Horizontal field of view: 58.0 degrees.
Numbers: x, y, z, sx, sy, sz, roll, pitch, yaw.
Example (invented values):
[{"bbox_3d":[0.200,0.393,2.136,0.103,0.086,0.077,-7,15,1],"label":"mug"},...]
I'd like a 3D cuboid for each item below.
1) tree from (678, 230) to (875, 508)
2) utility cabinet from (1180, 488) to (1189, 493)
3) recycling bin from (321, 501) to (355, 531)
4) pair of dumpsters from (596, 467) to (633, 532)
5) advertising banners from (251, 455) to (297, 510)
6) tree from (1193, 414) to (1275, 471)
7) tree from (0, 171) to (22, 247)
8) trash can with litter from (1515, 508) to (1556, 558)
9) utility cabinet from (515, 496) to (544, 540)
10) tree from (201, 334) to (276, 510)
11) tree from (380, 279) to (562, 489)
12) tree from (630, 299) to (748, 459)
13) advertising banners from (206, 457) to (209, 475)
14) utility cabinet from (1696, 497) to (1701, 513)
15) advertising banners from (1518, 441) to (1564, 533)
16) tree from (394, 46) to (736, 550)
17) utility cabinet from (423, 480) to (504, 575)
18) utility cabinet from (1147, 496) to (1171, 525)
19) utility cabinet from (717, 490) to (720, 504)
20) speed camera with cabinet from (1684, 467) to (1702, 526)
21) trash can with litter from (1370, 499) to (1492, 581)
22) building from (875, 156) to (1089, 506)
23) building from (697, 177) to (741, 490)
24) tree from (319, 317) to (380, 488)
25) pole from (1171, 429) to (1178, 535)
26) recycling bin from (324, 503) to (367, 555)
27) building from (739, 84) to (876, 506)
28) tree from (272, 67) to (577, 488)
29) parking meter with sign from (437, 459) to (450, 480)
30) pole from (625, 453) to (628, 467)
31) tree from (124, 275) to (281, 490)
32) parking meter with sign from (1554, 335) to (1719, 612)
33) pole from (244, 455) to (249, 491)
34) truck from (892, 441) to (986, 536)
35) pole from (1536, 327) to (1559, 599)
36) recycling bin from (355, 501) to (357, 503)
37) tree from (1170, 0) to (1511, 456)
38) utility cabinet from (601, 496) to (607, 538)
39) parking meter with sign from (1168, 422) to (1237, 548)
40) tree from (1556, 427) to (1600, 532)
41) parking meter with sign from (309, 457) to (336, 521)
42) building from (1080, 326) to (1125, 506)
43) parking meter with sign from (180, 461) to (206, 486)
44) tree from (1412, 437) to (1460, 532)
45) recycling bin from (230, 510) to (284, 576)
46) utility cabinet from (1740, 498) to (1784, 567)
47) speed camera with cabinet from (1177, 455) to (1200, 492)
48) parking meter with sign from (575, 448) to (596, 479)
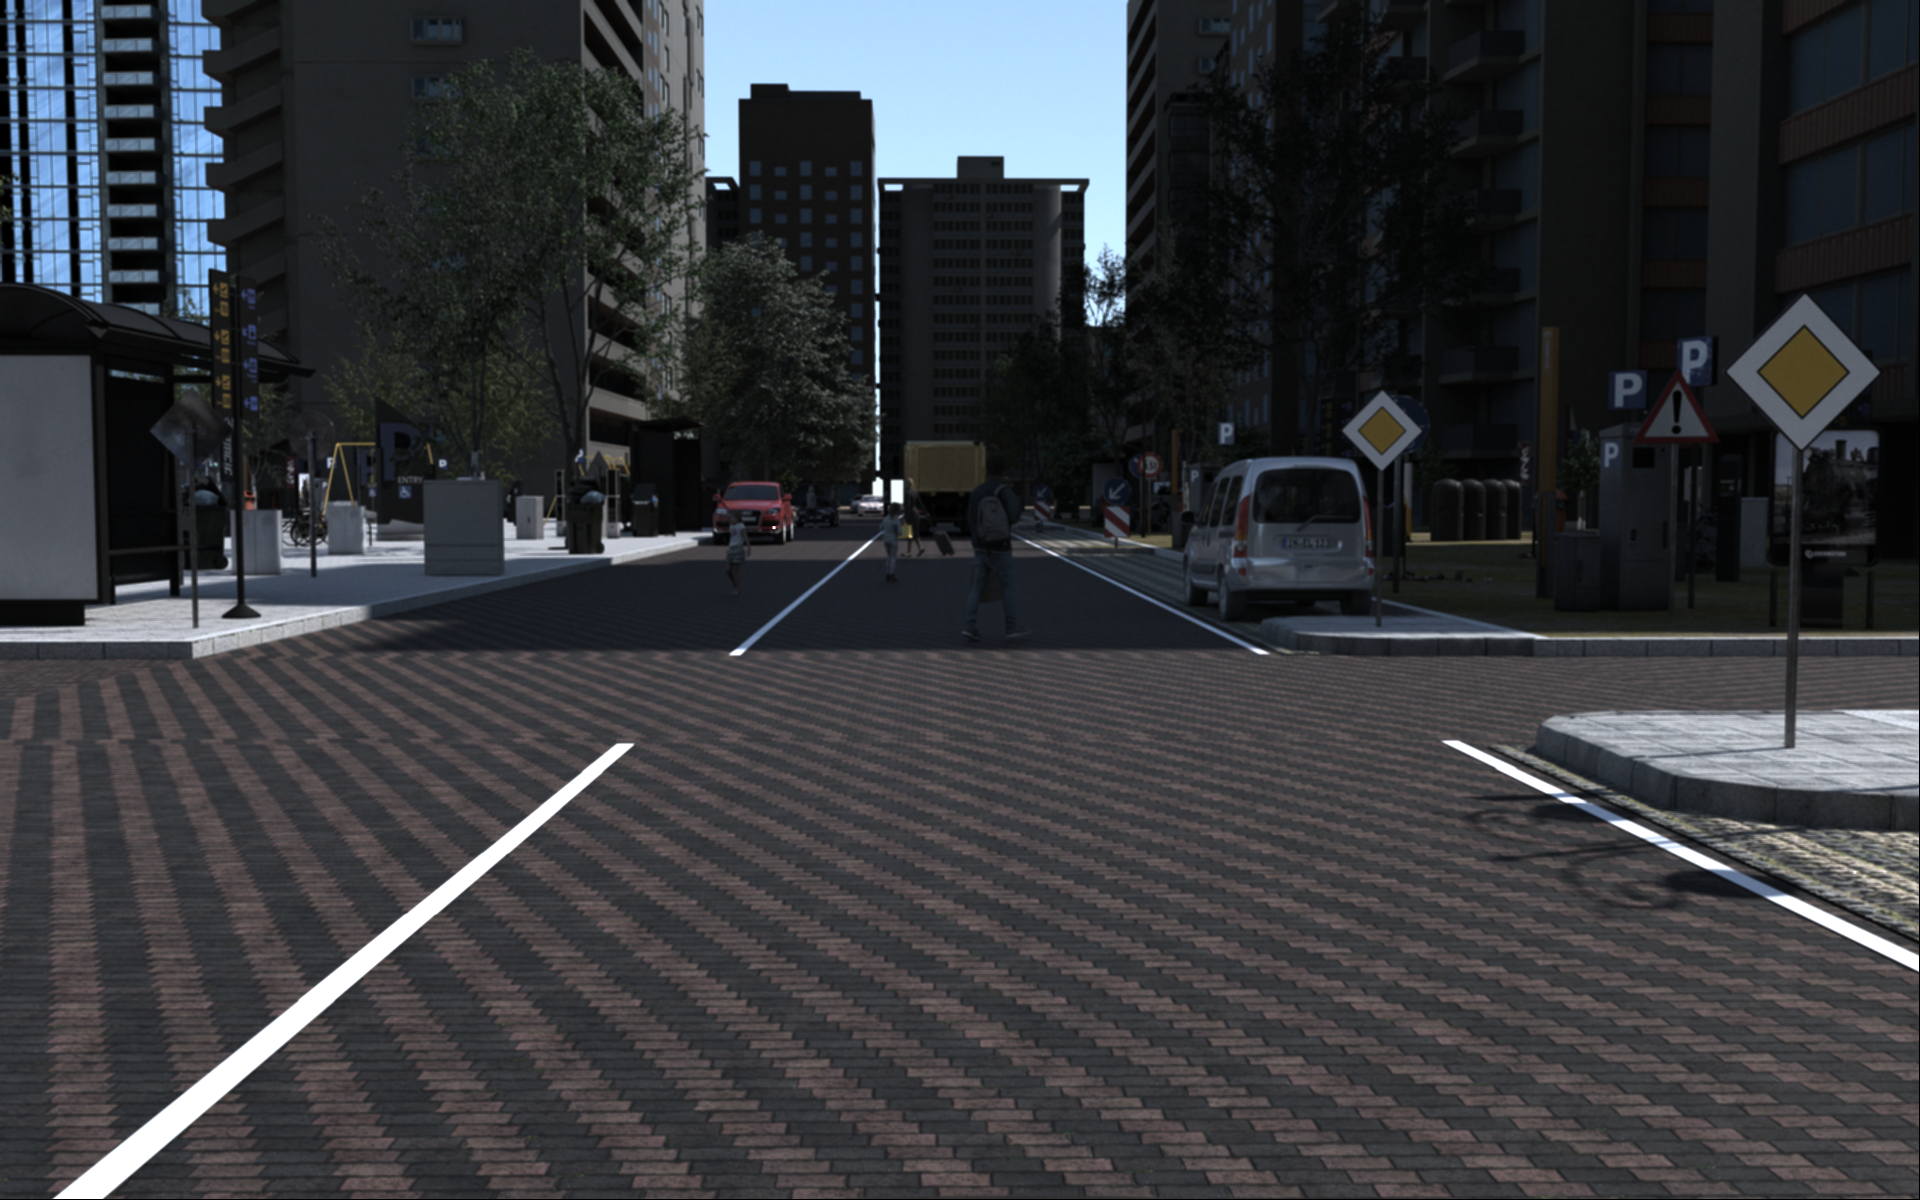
[{"bbox_3d":[-9.168,-10.833,83.773,9.857,13.997,8.962,0,3,0],"label":"tree"},{"bbox_3d":[8.536,-3.292,62.507,1.173,1.500,0.318,2,4,29],"label":"utility cabinet"},{"bbox_3d":[-20.997,-2.797,58.288,0.722,1.027,0.722,3,4,38],"label":"recycling bin"},{"bbox_3d":[-11.772,-3.520,60.052,1.574,2.255,4.437,0,4,-1],"label":"pair of dumpsters"},{"bbox_3d":[-30.930,-5.005,78.016,2.074,3.025,0.090,-2,4,-25],"label":"advertising banners"},{"bbox_3d":[11.275,-5.361,71.358,4.285,4.588,4.351,0,3,0],"label":"tree"},{"bbox_3d":[-16.233,-4.559,24.901,4.737,8.622,4.395,0,3,0],"label":"tree"},{"bbox_3d":[12.046,-1.463,34.984,2.233,1.210,1.678,-3,5,-40],"label":"trash can with litter"},{"bbox_3d":[-12.195,-2.318,49.061,1.020,1.237,0.306,3,5,44],"label":"utility cabinet"},{"bbox_3d":[-30.082,-7.534,73.542,4.360,8.622,3.978,0,3,0],"label":"tree"},{"bbox_3d":[-15.736,-6.527,57.080,4.737,8.622,4.395,0,3,0],"label":"tree"},{"bbox_3d":[-10.060,-6.979,64.467,4.737,8.622,4.395,0,3,0],"label":"tree"},{"bbox_3d":[-23.894,-3.582,54.748,0.090,3.025,2.074,-2,4,-31],"label":"advertising banners"},{"bbox_3d":[22.399,-2.526,52.466,0.306,1.237,1.020,2,4,24],"label":"utility cabinet"},{"bbox_3d":[18.965,-3.671,56.211,0.090,3.025,2.074,-3,4,-38],"label":"advertising banners"},{"bbox_3d":[-9.000,-6.986,39.975,9.928,11.665,9.643,0,3,0],"label":"tree"},{"bbox_3d":[-7.801,-1.136,27.250,1.173,1.500,0.318,0,4,0],"label":"utility cabinet"},{"bbox_3d":[8.346,-3.744,72.368,1.020,1.237,0.306,2,4,24],"label":"utility cabinet"},{"bbox_3d":[-12.460,-5.033,90.976,0.318,1.500,1.173,0,4,4],"label":"utility cabinet"},{"bbox_3d":[25.749,-3.946,58.848,2.038,3.252,0.660,3,5,44],"label":"speed camera with cabinet"},{"bbox_3d":[6.757,-0.901,25.791,2.233,1.210,1.678,1,4,19],"label":"trash can with litter"},{"bbox_3d":[2.325,-31.185,201.750,23.993,40.220,32.217,0,4,-1],"label":"building"},{"bbox_3d":[-36.435,-31.125,200.770,23.993,40.220,32.217,0,4,-1],"label":"building"},{"bbox_3d":[-23.436,-7.332,70.235,4.737,8.622,4.395,0,3,0],"label":"tree"},{"bbox_3d":[6.762,-3.716,54.598,0.158,3.312,0.155,0,3,0],"label":"pole"},{"bbox_3d":[-13.084,-1.494,36.985,0.722,1.027,0.722,-1,4,-13],"label":"recycling bin"},{"bbox_3d":[-16.608,-33.182,192.640,14.200,45.320,14.600,0,4,-1],"label":"building"},{"bbox_3d":[-8.581,-4.851,29.680,4.360,8.622,3.978,0,3,0],"label":"tree"},{"bbox_3d":[-25.279,-5.502,86.218,1.738,3.016,0.543,3,5,40],"label":"parking meter with sign"},{"bbox_3d":[-16.364,-5.581,85.091,0.158,3.312,0.155,0,3,0],"label":"pole"},{"bbox_3d":[-25.181,-6.629,58.747,4.737,8.622,4.395,0,3,0],"label":"tree"},{"bbox_3d":[7.417,-1.395,19.075,1.738,3.016,0.543,-1,4,-19],"label":"parking meter with sign"},{"bbox_3d":[-36.956,-5.864,89.713,0.158,3.312,0.155,0,3,0],"label":"pole"},{"bbox_3d":[-0.664,-4.056,62.243,3.469,3.379,9.791,0,4,-3],"label":"truck"},{"bbox_3d":[7.209,-1.676,21.241,0.158,3.312,0.155,0,3,0],"label":"pole"},{"bbox_3d":[-23.625,-3.313,66.729,0.722,1.027,0.722,-1,4,-23],"label":"recycling bin"},{"bbox_3d":[6.743,-5.970,32.017,7.601,10.594,8.767,-1,4,-19],"label":"tree"},{"bbox_3d":[-10.603,-2.441,51.076,0.306,1.237,1.020,1,4,21],"label":"utility cabinet"},{"bbox_3d":[5.843,-2.771,41.568,1.738,3.016,0.543,-3,4,-38],"label":"parking meter with sign"},{"bbox_3d":[17.913,-3.397,50.142,1.663,3.219,1.824,0,3,0],"label":"tree"},{"bbox_3d":[-30.233,-5.244,81.996,1.738,3.016,0.543,3,4,38],"label":"parking meter with sign"},{"bbox_3d":[28.807,-21.750,200.644,28.899,21.520,27.650,0,4,-1],"label":"building"},{"bbox_3d":[-18.330,-2.709,40.555,1.738,3.016,0.543,0,4,0],"label":"parking meter with sign"},{"bbox_3d":[15.802,-3.913,58.573,1.663,3.219,1.824,0,3,0],"label":"tree"},{"bbox_3d":[-11.190,-0.919,27.583,0.722,1.027,0.722,-1,4,-18],"label":"recycling bin"},{"bbox_3d":[14.147,-1.194,30.681,1.020,1.237,0.306,1,4,20],"label":"utility cabinet"},{"bbox_3d":[11.347,-5.674,87.103,2.038,3.252,0.660,0,4,1],"label":"speed camera with cabinet"},{"bbox_3d":[-13.859,-4.226,65.362,1.738,3.016,0.543,3,4,38],"label":"parking meter with sign"}]
